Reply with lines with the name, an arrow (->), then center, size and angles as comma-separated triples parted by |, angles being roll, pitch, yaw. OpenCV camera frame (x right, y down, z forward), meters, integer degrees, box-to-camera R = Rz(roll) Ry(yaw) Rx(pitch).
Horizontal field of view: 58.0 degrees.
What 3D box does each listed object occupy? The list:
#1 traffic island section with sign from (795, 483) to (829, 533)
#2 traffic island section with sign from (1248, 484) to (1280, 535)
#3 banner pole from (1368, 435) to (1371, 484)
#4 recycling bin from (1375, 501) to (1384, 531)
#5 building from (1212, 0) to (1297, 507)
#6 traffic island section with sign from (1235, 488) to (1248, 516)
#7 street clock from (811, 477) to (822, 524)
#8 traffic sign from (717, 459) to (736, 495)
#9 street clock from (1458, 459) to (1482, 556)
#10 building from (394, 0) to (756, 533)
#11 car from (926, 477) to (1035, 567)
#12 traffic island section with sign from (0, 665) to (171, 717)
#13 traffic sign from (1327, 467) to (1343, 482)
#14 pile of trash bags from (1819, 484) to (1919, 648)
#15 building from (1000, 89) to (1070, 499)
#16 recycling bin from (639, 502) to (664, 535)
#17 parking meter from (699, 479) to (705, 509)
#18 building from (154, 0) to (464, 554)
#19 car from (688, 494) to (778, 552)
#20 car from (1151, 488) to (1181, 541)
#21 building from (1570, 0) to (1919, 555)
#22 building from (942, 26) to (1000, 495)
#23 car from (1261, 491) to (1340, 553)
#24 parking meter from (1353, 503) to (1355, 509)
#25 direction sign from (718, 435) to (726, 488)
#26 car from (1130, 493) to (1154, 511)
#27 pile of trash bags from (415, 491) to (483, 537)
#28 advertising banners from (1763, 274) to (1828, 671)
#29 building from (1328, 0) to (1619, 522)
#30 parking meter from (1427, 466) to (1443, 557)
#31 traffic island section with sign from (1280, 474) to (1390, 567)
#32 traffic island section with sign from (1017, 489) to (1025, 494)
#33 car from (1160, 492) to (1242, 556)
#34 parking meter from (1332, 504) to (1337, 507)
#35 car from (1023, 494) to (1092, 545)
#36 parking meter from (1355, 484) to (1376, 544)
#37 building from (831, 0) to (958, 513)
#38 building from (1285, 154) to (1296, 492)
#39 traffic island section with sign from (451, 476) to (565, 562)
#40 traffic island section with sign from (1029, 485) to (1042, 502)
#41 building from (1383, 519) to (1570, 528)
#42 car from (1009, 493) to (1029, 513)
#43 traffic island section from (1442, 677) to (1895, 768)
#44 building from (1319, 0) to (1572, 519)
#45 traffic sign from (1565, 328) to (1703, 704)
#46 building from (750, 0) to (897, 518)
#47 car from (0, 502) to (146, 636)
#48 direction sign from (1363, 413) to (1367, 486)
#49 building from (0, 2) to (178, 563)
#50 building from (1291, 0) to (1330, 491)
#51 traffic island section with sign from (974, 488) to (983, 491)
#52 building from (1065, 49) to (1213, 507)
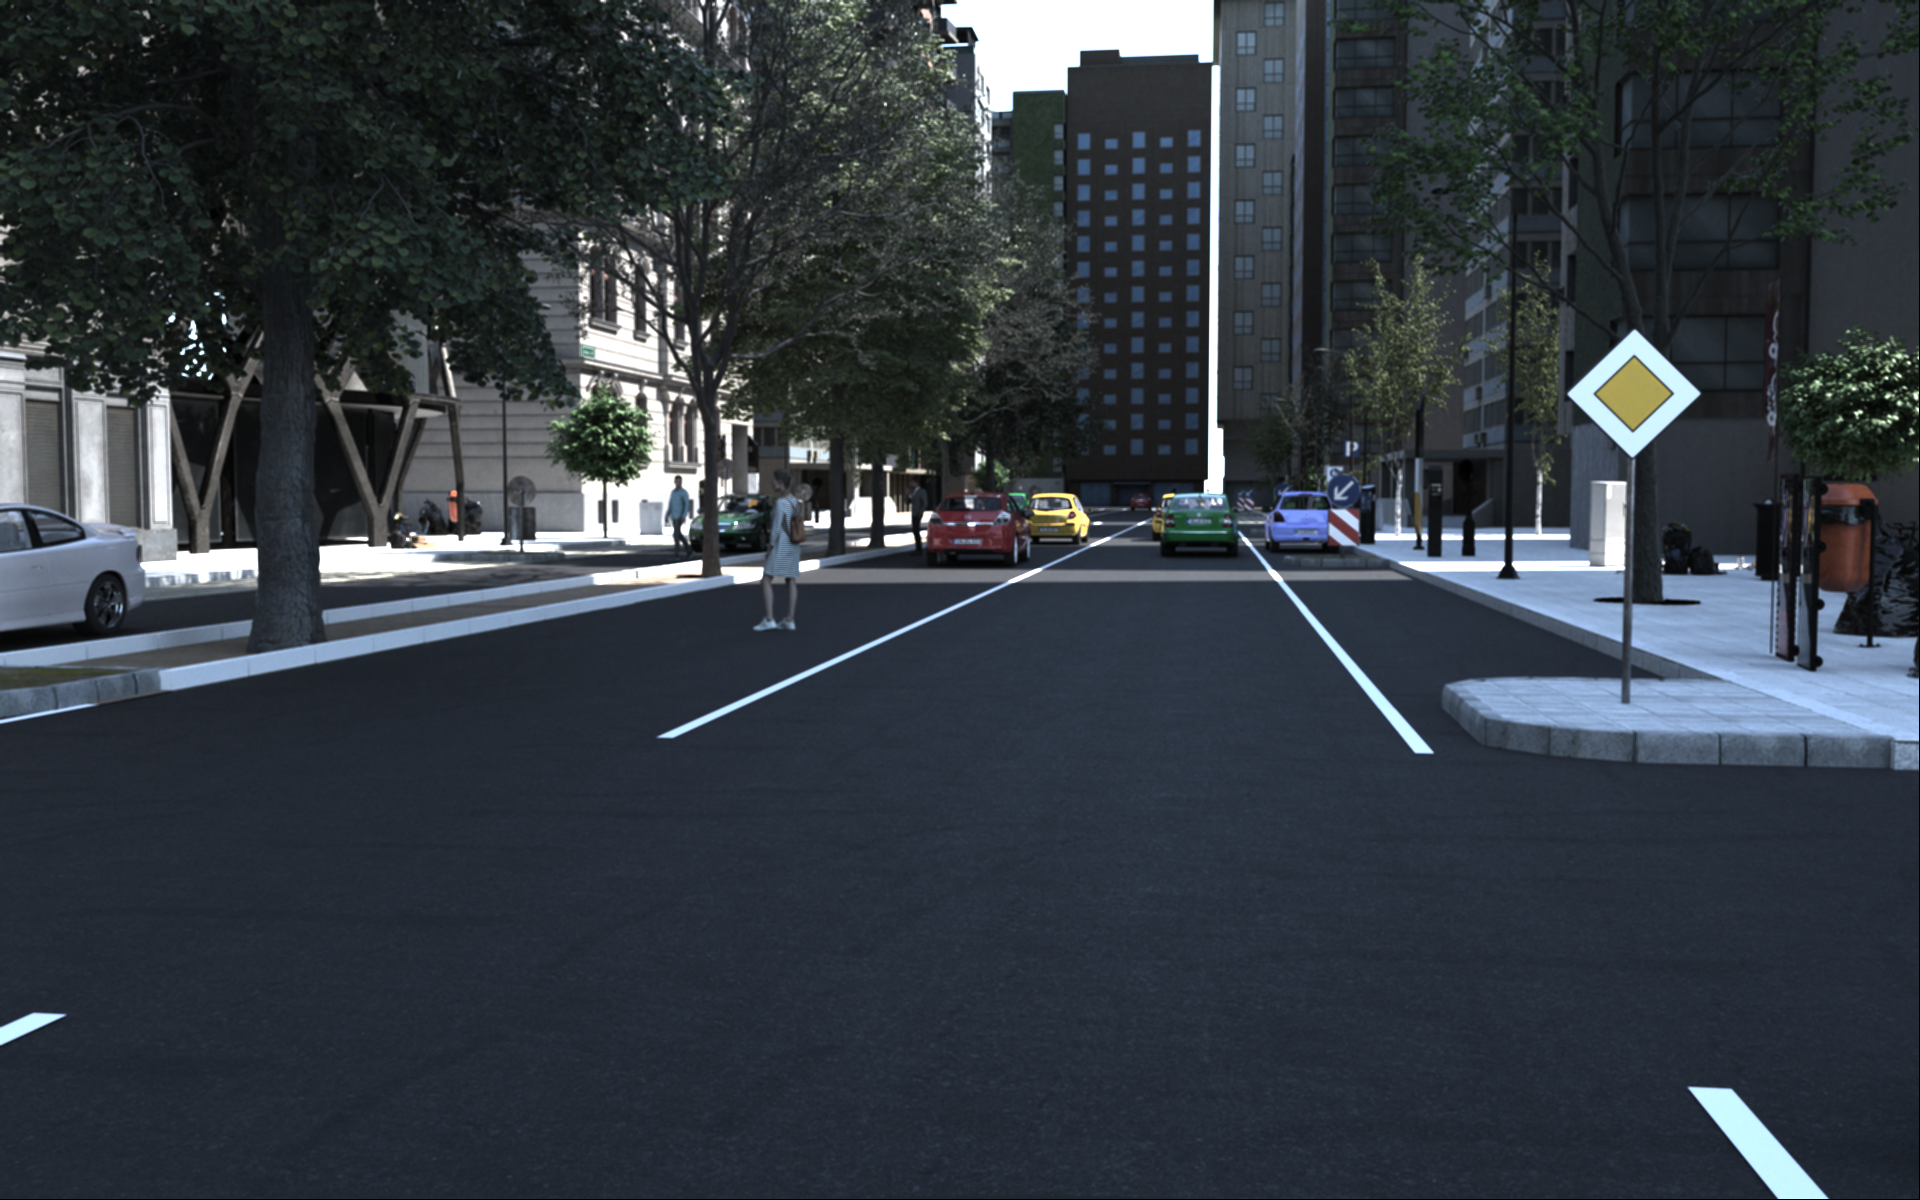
traffic island section with sign -> -5.856, -3.394, 64.123 | 1.989, 1.847, 2.006 | 0, 4, 8
traffic island section with sign -> 11.425, -3.260, 61.927 | 1.989, 1.847, 2.006 | 0, 4, 8
banner pole -> 16.922, -4.991, 71.621 | 0.401, 3.779, 0.863 | 1, 4, 20
recycling bin -> 14.458, -2.951, 60.806 | 0.722, 1.027, 0.722 | 1, 4, 21
building -> 40.164, -36.226, 181.528 | 27.495, 52.752, 28.713 | 0, 4, 8
traffic island section with sign -> 18.458, -6.284, 111.364 | 1.989, 1.847, 2.006 | 0, 4, 8
street clock -> -6.226, -4.327, 75.318 | 0.471, 2.002, 0.358 | -1, 4, -14
traffic sign -> -8.412, -3.795, 62.149 | 0.768, 2.556, 0.104 | 1, 4, 15
street clock -> 10.550, -1.915, 35.877 | 0.358, 2.002, 0.471 | -2, 4, -26
building -> -17.043, -17.188, 68.418 | 14.401, 28.519, 23.554 | 0, 4, 8
car -> 0.430, -1.637, 35.801 | 2.155, 1.783, 4.494 | 0, 4, 7
traffic island section with sign -> -6.912, -0.227, 11.844 | 2.006, 1.907, 1.989 | 0, 4, 8
traffic sign -> 13.873, -3.794, 64.156 | 0.606, 2.300, 0.079 | 1, 4, 15
pile of trash bags -> 8.727, -0.348, 15.450 | 3.447, 1.369, 1.912 | -2, 4, -31
building -> 4.477, -30.328, 179.454 | 14.086, 41.232, 14.154 | 0, 4, 8
recycling bin -> -9.616, -2.534, 53.986 | 0.722, 1.027, 0.722 | 0, 4, -8
parking meter -> -9.699, -3.672, 65.740 | 0.255, 1.863, 0.399 | 2, 4, 30
building -> -21.774, -10.761, 43.400 | 16.820, 18.784, 16.811 | 0, 4, 8
car -> -5.537, -1.999, 44.484 | 2.131, 1.459, 4.920 | 1, 4, 9
car -> 6.950, -2.685, 54.116 | 2.015, 1.641, 3.980 | 1, 4, 10
building -> 21.819, -16.505, 41.558 | 14.160, 30.474, 14.107 | 0, 4, 8
building -> -4.544, -28.861, 155.474 | 14.086, 41.232, 14.154 | 0, 4, 8
car -> 8.589, -2.081, 43.614 | 1.945, 1.707, 3.694 | 0, 4, 7
parking meter -> 13.746, -3.137, 59.697 | 0.372, 1.533, 0.369 | 0, 3, 0
direction sign -> -9.136, -4.555, 66.479 | 0.379, 3.537, 0.876 | -2, 4, -26
car -> 15.848, -8.685, 151.038 | 2.155, 1.783, 4.494 | 0, 4, 8
pile of trash bags -> -15.723, -2.676, 53.508 | 1.912, 1.369, 3.447 | -1, 4, -23
advertising banners -> 6.407, -1.050, 13.354 | 0.090, 3.025, 2.074 | 1, 4, 14
building -> 27.639, -19.923, 97.436 | 14.160, 30.474, 14.107 | 0, 4, 8
parking meter -> 9.713, -1.816, 35.406 | 0.255, 1.863, 0.399 | 1, 4, 11
traffic island section with sign -> 7.574, -1.612, 34.977 | 1.989, 1.847, 2.006 | 0, 4, 8
traffic island section with sign -> 5.002, -8.066, 140.510 | 1.989, 1.847, 2.006 | 0, 4, 8
car -> 5.723, -1.983, 41.226 | 1.959, 1.807, 4.718 | 1, 4, 9
parking meter -> 13.658, -3.320, 62.696 | 0.372, 1.533, 0.369 | 0, 3, 0
car -> 2.794, -2.458, 50.407 | 2.015, 1.641, 3.980 | 1, 4, 9
parking meter -> 10.491, -2.211, 44.554 | 0.372, 1.533, 0.369 | 0, 3, 0
building -> -12.100, -28.953, 128.010 | 22.147, 44.769, 28.867 | 0, 4, 8
building -> 35.208, -23.083, 149.113 | 14.160, 30.474, 14.107 | 0, 4, 8
traffic island section with sign -> -9.667, -1.762, 37.433 | 1.989, 1.847, 2.006 | 0, 4, 8
traffic island section with sign -> 3.674, -4.777, 86.236 | 2.006, 1.907, 1.989 | 0, 4, 8
building -> 34.045, -23.106, 69.672 | 32.217, 40.220, 23.993 | 0, 4, 8
car -> 3.299, -5.830, 104.119 | 1.959, 1.807, 4.718 | 0, 4, 7
traffic island section -> 4.100, 0.713, 10.623 | 2.009, 0.180, 2.903 | 0, 4, 8
building -> 39.989, -25.854, 114.592 | 32.217, 40.220, 23.993 | 0, 4, 8
traffic sign -> 4.076, -0.422, 10.550 | 0.795, 2.450, 0.064 | 0, 4, 8
building -> -20.883, -25.094, 102.175 | 32.217, 40.220, 23.993 | 0, 4, 8
car -> -9.708, -0.244, 16.358 | 2.083, 1.381, 4.827 | 0, 4, 7
direction sign -> 11.450, -3.485, 48.985 | 0.379, 3.537, 0.876 | 1, 4, 10
building -> -20.912, -10.722, 24.452 | 9.793, 20.994, 18.267 | 0, 4, 8
building -> 33.328, -29.634, 134.634 | 14.600, 45.320, 14.200 | 0, 4, 8
traffic island section with sign -> 1.216, -6.434, 113.821 | 1.989, 1.847, 2.006 | 0, 4, 8
building -> 18.518, -32.264, 177.623 | 14.200, 45.320, 14.600 | 0, 4, 8
